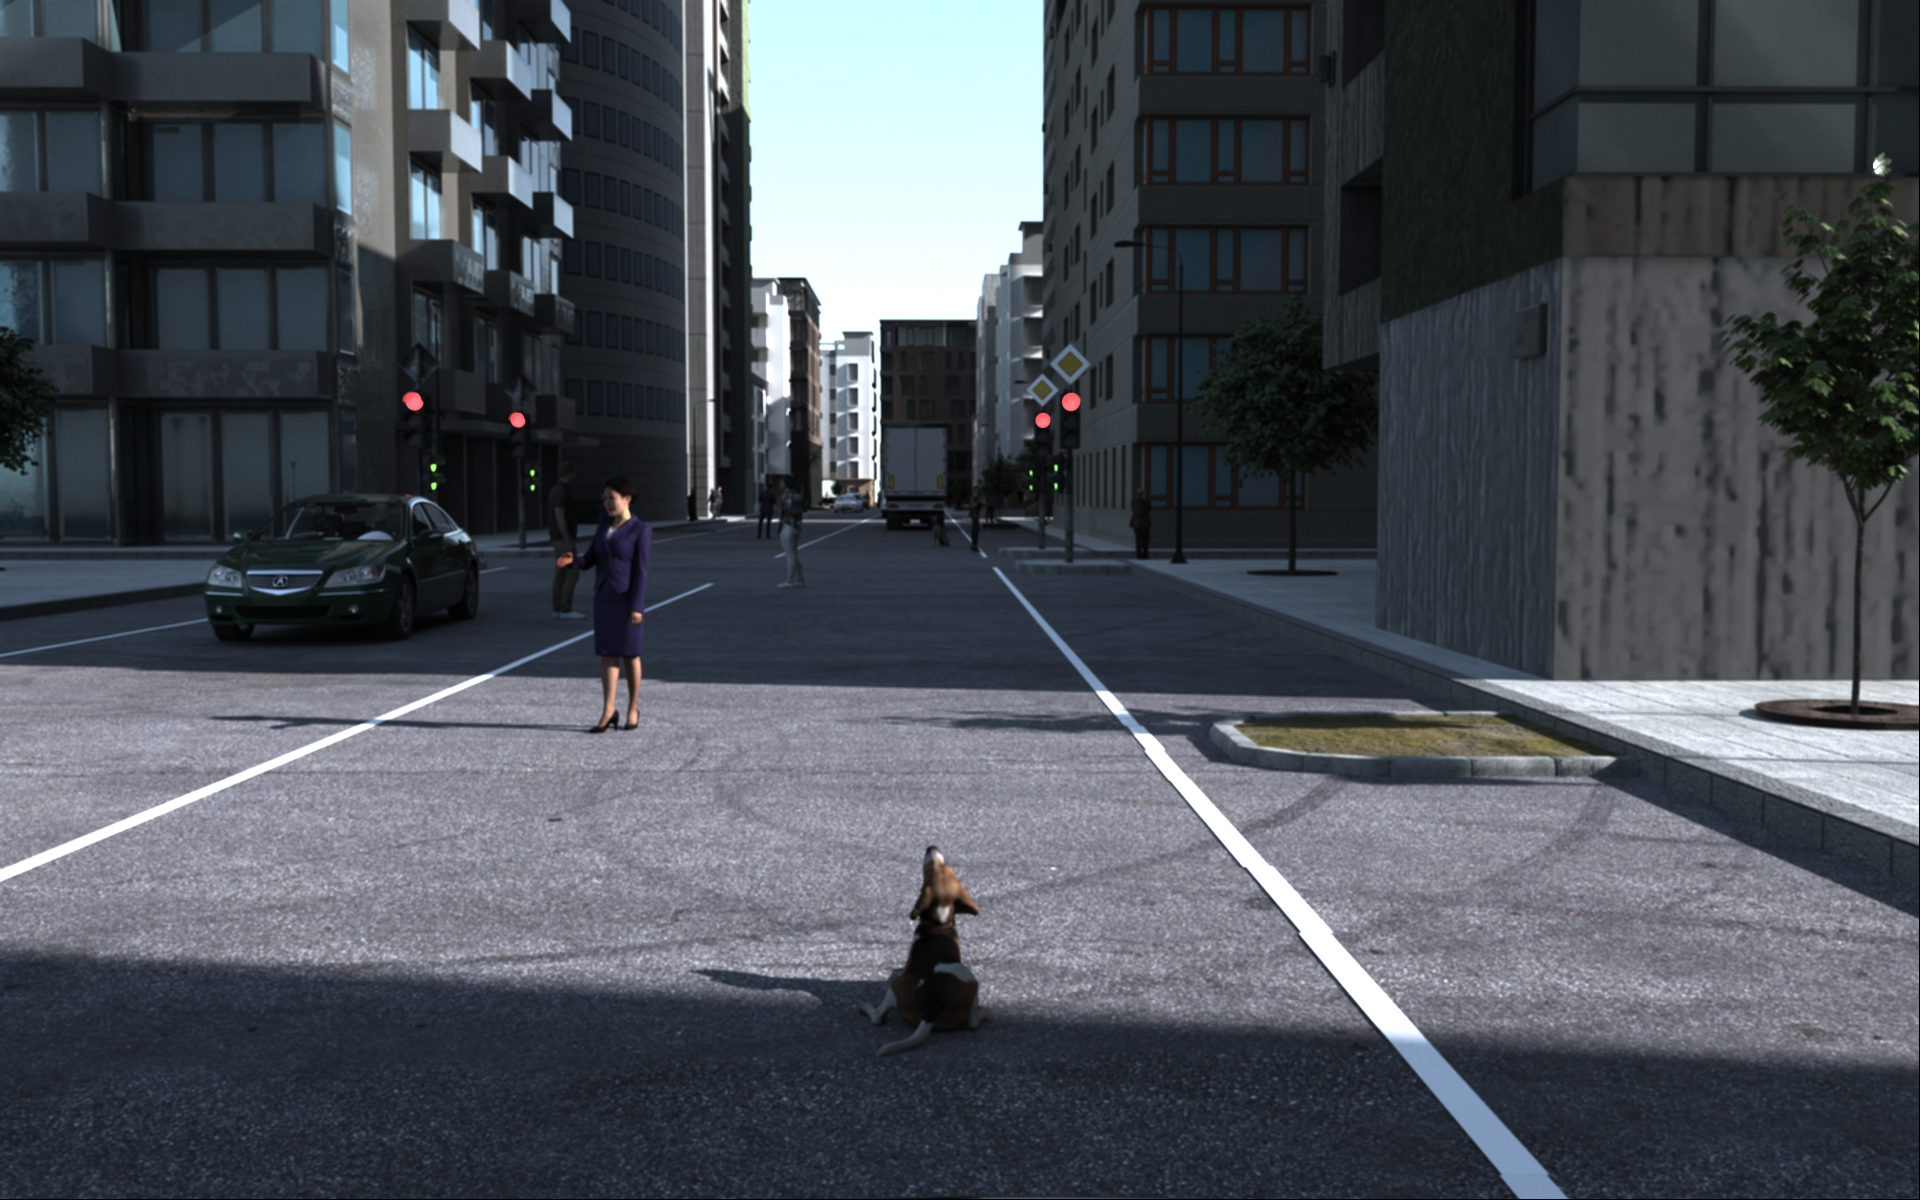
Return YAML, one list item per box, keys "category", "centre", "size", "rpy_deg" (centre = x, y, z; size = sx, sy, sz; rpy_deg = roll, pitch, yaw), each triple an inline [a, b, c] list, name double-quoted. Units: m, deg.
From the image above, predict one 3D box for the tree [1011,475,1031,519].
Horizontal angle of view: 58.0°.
- category: "tree"
  centre: [3.627, -5.725, 88.206]
  size: [1.663, 3.219, 1.824]
  rpy_deg: [0, 3, 0]

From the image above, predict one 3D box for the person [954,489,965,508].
- category: "person"
  centre: [-0.066, -8.613, 149.267]
  size: [1.348, 1.831, 0.705]
  rpy_deg: [-3, 5, -44]

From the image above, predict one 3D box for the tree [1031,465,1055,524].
- category: "tree"
  centre: [4.364, -4.913, 74.923]
  size: [1.663, 3.219, 1.824]
  rpy_deg: [0, 3, 0]

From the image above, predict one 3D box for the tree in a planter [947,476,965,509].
- category: "tree in a planter"
  centre: [-0.307, -10.598, 170.496]
  size: [1.991, 3.239, 1.994]
  rpy_deg: [0, 4, -1]

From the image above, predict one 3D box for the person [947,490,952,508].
- category: "person"
  centre: [-1.096, -10.536, 180.393]
  size: [0.705, 1.869, 1.348]
  rpy_deg: [1, 4, 16]

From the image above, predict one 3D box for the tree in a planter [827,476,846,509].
- category: "tree in a planter"
  centre: [-12.062, -10.550, 169.722]
  size: [1.991, 3.239, 1.994]
  rpy_deg: [0, 4, -1]

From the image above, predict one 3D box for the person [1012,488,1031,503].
- category: "person"
  centre: [4.140, -6.816, 117.499]
  size: [1.348, 1.822, 0.705]
  rpy_deg: [-1, 4, -11]

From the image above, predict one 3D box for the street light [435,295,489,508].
- category: "street light"
  centre: [-11.712, -4.166, 40.647]
  size: [1.470, 5.913, 1.316]
  rpy_deg: [0, 4, -1]

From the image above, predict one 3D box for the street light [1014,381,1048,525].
- category: "street light"
  centre: [2.918, -6.022, 71.004]
  size: [1.470, 5.913, 1.316]
  rpy_deg: [0, 4, -1]

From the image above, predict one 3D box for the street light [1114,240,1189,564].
- category: "street light"
  centre: [3.510, -3.628, 31.861]
  size: [1.470, 5.913, 1.316]
  rpy_deg: [0, 4, -1]

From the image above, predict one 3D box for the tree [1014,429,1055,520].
- category: "tree"
  centre: [4.333, -6.194, 84.992]
  size: [4.285, 4.588, 4.351]
  rpy_deg: [0, 3, 0]

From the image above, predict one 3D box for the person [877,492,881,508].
- category: "person"
  centre: [-8.472, -10.503, 181.034]
  size: [0.445, 1.727, 0.742]
  rpy_deg: [0, 4, 2]

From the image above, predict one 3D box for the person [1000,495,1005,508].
- category: "person"
  centre: [2.777, -6.818, 117.377]
  size: [0.709, 1.838, 0.599]
  rpy_deg: [-3, 4, -37]

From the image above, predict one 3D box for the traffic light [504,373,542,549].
- category: "traffic light"
  centre: [-10.129, -3.129, 40.072]
  size: [0.839, 4.253, 0.868]
  rpy_deg: [0, 4, -1]

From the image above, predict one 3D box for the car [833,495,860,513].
- category: "car"
  centre: [-8.750, -7.409, 133.491]
  size: [2.083, 1.381, 4.827]
  rpy_deg: [0, 4, -2]

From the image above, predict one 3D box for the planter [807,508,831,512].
- category: "planter"
  centre: [-11.586, -7.394, 142.037]
  size: [1.991, 0.319, 1.994]
  rpy_deg: [0, 4, -1]

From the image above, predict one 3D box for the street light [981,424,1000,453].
- category: "street light"
  centre: [2.099, -8.741, 115.454]
  size: [1.470, 5.913, 1.316]
  rpy_deg: [0, 4, -1]

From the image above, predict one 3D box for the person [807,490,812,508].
- category: "person"
  centre: [-14.058, -9.426, 161.630]
  size: [0.415, 1.643, 0.593]
  rpy_deg: [-3, 4, -36]

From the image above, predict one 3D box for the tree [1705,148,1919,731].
- category: "tree"
  centre: [5.229, -0.925, 9.731]
  size: [1.663, 3.219, 1.824]
  rpy_deg: [0, 3, 0]

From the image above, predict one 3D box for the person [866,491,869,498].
- category: "person"
  centre: [-10.292, -11.193, 191.637]
  size: [0.705, 1.807, 1.348]
  rpy_deg: [-2, 4, -24]

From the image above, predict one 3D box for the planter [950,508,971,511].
- category: "planter"
  centre: [0.186, -7.448, 142.908]
  size: [1.991, 0.319, 1.994]
  rpy_deg: [0, 4, -1]

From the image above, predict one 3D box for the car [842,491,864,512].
- category: "car"
  centre: [-8.599, -7.870, 138.258]
  size: [1.945, 1.707, 3.694]
  rpy_deg: [0, 4, -3]

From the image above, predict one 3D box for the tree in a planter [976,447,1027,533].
- category: "tree in a planter"
  centre: [1.508, -4.156, 65.169]
  size: [1.991, 3.239, 1.994]
  rpy_deg: [0, 4, -1]

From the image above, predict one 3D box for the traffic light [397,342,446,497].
- category: "traffic light"
  centre: [-9.992, -2.640, 32.088]
  size: [0.839, 4.253, 0.868]
  rpy_deg: [0, 4, -1]

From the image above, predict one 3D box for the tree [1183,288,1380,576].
- category: "tree"
  centre: [5.279, -2.694, 27.760]
  size: [4.285, 4.588, 4.351]
  rpy_deg: [0, 3, 0]

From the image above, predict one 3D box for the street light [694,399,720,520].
- category: "street light"
  centre: [-12.461, -6.873, 84.909]
  size: [1.470, 5.913, 1.316]
  rpy_deg: [0, 4, -1]

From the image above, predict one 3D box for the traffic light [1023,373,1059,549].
- category: "traffic light"
  centre: [1.890, -3.142, 40.293]
  size: [0.839, 4.253, 0.868]
  rpy_deg: [0, 4, -1]

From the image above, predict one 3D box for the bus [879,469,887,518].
- category: "bus"
  centre: [-3.656, -6.955, 108.569]
  size: [2.948, 3.499, 13.247]
  rpy_deg: [0, 4, -2]

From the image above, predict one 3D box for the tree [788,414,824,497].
- category: "tree"
  centre: [-14.654, -12.864, 160.688]
  size: [4.360, 8.622, 3.978]
  rpy_deg: [0, 3, 0]

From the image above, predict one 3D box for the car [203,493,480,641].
- category: "car"
  centre: [-6.421, -0.406, 18.443]
  size: [2.131, 1.459, 4.920]
  rpy_deg: [0, 4, -3]

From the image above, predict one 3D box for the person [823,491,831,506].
- category: "person"
  centre: [-15.060, -11.456, 195.809]
  size: [1.348, 1.823, 0.705]
  rpy_deg: [-3, 5, -40]

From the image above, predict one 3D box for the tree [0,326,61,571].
- category: "tree"
  centre: [-16.710, -2.751, 28.693]
  size: [4.285, 4.588, 4.351]
  rpy_deg: [0, 3, 0]

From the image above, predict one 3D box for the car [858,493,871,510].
- category: "car"
  centre: [-9.325, -9.278, 160.740]
  size: [2.155, 1.783, 4.494]
  rpy_deg: [0, 4, -2]

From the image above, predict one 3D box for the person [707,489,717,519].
- category: "person"
  centre: [-12.762, -4.960, 89.342]
  size: [0.569, 1.553, 0.471]
  rpy_deg: [-1, 4, -22]

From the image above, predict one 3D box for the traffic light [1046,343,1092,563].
- category: "traffic light"
  centre: [2.027, -2.654, 32.309]
  size: [0.839, 4.253, 0.868]
  rpy_deg: [0, 4, -1]
